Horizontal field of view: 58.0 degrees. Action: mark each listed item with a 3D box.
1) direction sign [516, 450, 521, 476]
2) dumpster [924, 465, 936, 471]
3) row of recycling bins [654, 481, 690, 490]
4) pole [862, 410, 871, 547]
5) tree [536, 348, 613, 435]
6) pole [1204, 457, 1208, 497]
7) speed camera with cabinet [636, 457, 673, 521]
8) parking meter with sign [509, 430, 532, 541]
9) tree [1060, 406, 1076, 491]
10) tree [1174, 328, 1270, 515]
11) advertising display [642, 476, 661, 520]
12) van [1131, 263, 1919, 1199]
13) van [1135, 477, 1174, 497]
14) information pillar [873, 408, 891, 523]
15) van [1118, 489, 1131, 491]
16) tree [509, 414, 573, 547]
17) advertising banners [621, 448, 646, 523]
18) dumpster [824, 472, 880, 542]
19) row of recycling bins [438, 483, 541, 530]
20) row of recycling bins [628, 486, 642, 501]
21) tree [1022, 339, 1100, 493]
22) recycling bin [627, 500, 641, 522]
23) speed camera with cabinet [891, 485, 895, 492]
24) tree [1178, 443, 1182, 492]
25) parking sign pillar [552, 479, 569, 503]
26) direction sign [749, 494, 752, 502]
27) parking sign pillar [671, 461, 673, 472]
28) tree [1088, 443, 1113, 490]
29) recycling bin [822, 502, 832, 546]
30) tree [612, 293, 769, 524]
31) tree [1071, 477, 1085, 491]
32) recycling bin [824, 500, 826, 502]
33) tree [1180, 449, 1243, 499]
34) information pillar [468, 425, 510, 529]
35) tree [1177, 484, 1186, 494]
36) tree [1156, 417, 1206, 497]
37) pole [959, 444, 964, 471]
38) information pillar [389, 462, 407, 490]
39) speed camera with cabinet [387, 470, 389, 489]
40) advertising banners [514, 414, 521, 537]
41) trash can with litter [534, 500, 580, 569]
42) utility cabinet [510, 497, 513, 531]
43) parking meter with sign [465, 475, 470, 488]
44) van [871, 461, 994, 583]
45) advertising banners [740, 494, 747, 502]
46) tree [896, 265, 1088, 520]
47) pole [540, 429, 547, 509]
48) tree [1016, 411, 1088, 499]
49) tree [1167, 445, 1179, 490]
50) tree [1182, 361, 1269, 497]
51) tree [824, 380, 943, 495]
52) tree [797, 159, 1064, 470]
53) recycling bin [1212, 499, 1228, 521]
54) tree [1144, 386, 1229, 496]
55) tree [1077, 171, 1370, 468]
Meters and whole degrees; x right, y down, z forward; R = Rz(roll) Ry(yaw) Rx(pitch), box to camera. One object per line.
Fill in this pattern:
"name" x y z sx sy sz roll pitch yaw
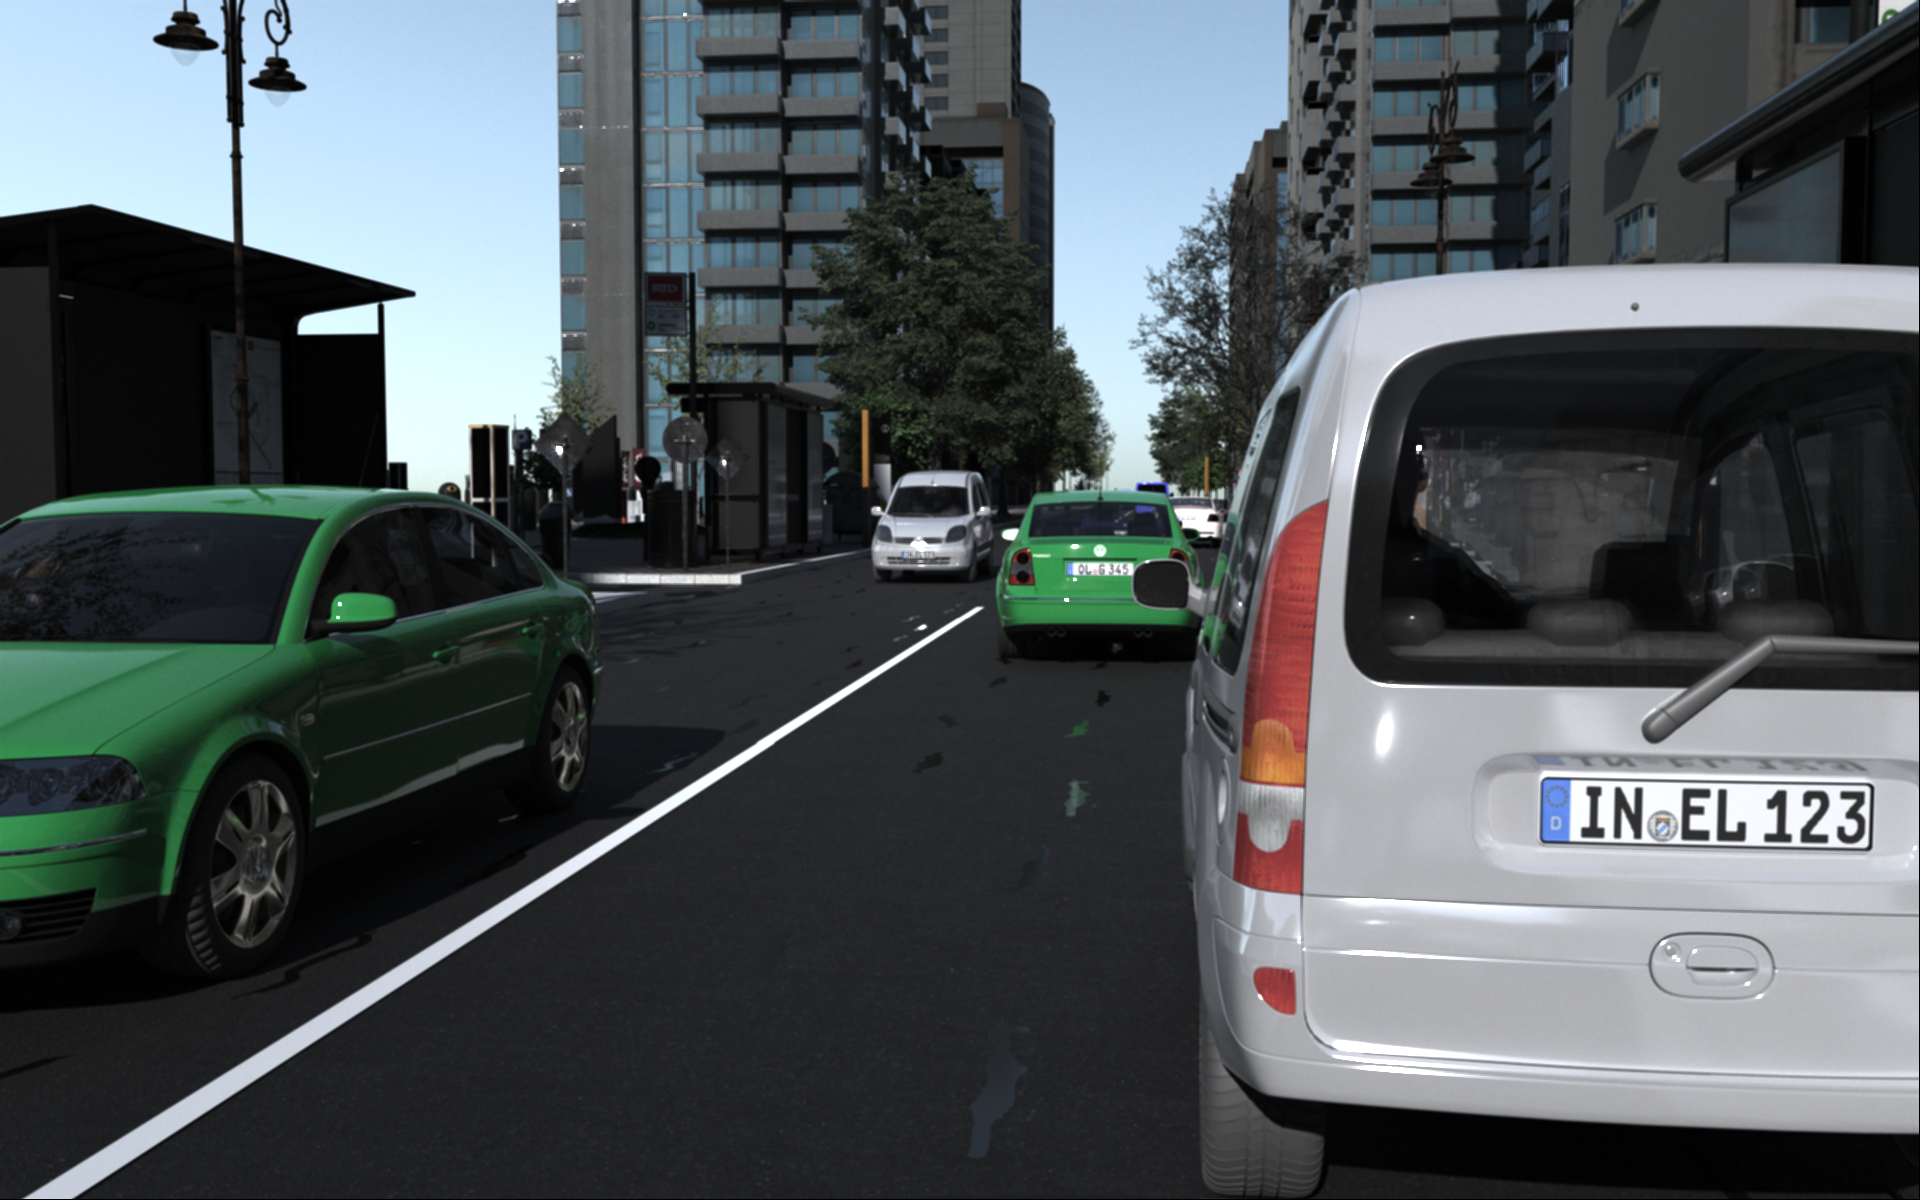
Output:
"direction sign" -21.353 -5.623 83.933 0.379 3.537 0.876 0 4 6
"dumpster" -1.317 -3.355 57.342 1.502 2.255 1.985 0 4 6
"row of recycling bins" -9.509 -3.055 57.057 1.069 1.692 3.534 0 4 -3
"pole" -2.266 -2.940 41.906 0.158 3.312 0.155 0 3 0
"tree" -19.630 -8.414 87.929 4.737 8.622 4.395 0 3 0
"pole" 13.417 -6.147 94.343 0.158 3.312 0.155 0 3 0
"speed camera with cabinet" -12.407 -4.728 71.643 0.660 3.252 2.038 3 5 41
"parking meter with sign" -12.070 -3.050 46.134 0.543 3.016 1.738 1 4 15
"tree" 9.517 -15.251 159.717 12.009 13.543 11.850 0 3 0
"tree" 11.522 -7.641 75.288 4.737 8.622 4.395 0 3 0
"advertising display" -10.697 -3.361 60.166 0.123 1.923 0.974 2 4 25
"van" 1.473 0.135 4.808 2.013 2.044 4.112 0 4 7
"van" 10.266 -5.385 92.424 2.240 2.365 5.245 0 4 7
"information pillar" -2.110 -3.424 47.330 0.504 3.616 0.183 0 4 -1
"van" 21.039 -13.346 222.584 2.240 2.365 5.245 0 4 8
"tree" -10.043 -2.912 42.207 1.663 3.219 1.824 0 3 0
"advertising banners" -12.946 -4.265 65.926 2.074 3.025 0.090 0 4 4
"dumpster" -2.876 -2.445 45.735 1.264 1.857 1.865 0 4 6
"row of recycling bins" -16.956 -3.365 62.123 3.534 1.692 1.069 0 4 1
"row of recycling bins" -13.998 -4.257 76.712 1.069 1.692 3.534 0 4 2
"tree" 5.299 -12.401 120.878 7.486 12.596 7.792 0 3 0
"recycling bin" -12.946 -3.398 68.115 0.722 1.027 0.722 -1 4 -13
"speed camera with cabinet" -2.287 -4.905 74.531 0.660 3.252 2.038 3 5 45
"tree" 23.569 -13.152 165.396 4.360 8.622 3.978 0 3 0
"parking sign pillar" -15.520 -4.970 69.724 1.447 3.967 1.447 1 4 10
"direction sign" -5.036 -3.039 41.677 0.379 3.537 0.876 1 4 8
"parking sign pillar" -16.470 -6.818 99.950 1.447 3.967 1.447 -1 4 -14
"tree" 14.612 -15.212 199.072 4.737 8.622 4.395 0 3 0
"recycling bin" -3.637 -1.843 42.694 0.722 1.027 0.722 3 4 37
"tree" -9.294 -6.866 62.628 4.737 8.622 4.395 0 3 0
"tree" 13.361 -12.021 191.142 1.663 3.219 1.824 0 3 0
"recycling bin" -5.862 -3.719 73.359 0.722 1.027 0.722 0 4 -6
"tree" 16.631 -7.884 112.612 4.285 4.588 4.351 0 3 0
"information pillar" -5.022 -0.858 18.528 0.304 2.012 0.304 1 4 20
"tree" 31.291 -15.173 242.681 1.663 3.219 1.824 0 3 0
"tree" 29.107 -18.459 227.552 9.928 11.665 9.643 0 3 0
"pole" 0.072 -4.697 70.637 0.158 3.312 0.155 0 3 0
"information pillar" -13.081 -2.194 40.356 0.304 2.012 0.304 1 4 18
"speed camera with cabinet" -20.709 -4.062 60.754 0.660 3.252 2.038 1 4 9
"advertising banners" -9.994 -2.621 39.045 0.090 3.025 2.074 -1 4 -12
"trash can with litter" -6.999 -1.122 29.724 0.624 1.170 1.055 1 4 11
"utility cabinet" -10.792 -1.809 40.731 0.306 1.237 1.020 -2 4 -31
"parking meter with sign" -19.599 -4.515 70.075 1.738 3.016 0.543 1 4 18
"van" -0.413 -1.369 29.391 2.013 2.044 4.112 0 4 7
"advertising banners" -10.010 -5.330 83.332 0.090 3.025 2.074 -3 4 -39
"tree" 1.181 -10.289 85.225 9.611 12.733 9.660 0 3 0
"pole" -13.004 -3.686 54.102 0.158 3.312 0.155 0 3 0
"tree" 4.710 -9.767 110.050 4.737 8.622 4.395 0 3 0
"tree" 24.644 -14.384 185.547 4.360 8.622 3.978 0 3 0
"tree" 14.465 -8.533 89.882 4.360 8.622 3.978 0 3 0
"tree" -2.124 -4.061 50.113 4.285 4.588 4.351 0 3 0
"tree" -1.003 -9.715 65.497 9.857 13.997 8.962 0 3 0
"recycling bin" 12.251 -4.215 81.477 0.722 1.027 0.722 2 4 32
"tree" 26.771 -18.191 204.081 9.857 13.997 8.962 0 3 0
"tree" 11.450 -9.515 65.934 12.009 13.543 11.850 0 3 0
